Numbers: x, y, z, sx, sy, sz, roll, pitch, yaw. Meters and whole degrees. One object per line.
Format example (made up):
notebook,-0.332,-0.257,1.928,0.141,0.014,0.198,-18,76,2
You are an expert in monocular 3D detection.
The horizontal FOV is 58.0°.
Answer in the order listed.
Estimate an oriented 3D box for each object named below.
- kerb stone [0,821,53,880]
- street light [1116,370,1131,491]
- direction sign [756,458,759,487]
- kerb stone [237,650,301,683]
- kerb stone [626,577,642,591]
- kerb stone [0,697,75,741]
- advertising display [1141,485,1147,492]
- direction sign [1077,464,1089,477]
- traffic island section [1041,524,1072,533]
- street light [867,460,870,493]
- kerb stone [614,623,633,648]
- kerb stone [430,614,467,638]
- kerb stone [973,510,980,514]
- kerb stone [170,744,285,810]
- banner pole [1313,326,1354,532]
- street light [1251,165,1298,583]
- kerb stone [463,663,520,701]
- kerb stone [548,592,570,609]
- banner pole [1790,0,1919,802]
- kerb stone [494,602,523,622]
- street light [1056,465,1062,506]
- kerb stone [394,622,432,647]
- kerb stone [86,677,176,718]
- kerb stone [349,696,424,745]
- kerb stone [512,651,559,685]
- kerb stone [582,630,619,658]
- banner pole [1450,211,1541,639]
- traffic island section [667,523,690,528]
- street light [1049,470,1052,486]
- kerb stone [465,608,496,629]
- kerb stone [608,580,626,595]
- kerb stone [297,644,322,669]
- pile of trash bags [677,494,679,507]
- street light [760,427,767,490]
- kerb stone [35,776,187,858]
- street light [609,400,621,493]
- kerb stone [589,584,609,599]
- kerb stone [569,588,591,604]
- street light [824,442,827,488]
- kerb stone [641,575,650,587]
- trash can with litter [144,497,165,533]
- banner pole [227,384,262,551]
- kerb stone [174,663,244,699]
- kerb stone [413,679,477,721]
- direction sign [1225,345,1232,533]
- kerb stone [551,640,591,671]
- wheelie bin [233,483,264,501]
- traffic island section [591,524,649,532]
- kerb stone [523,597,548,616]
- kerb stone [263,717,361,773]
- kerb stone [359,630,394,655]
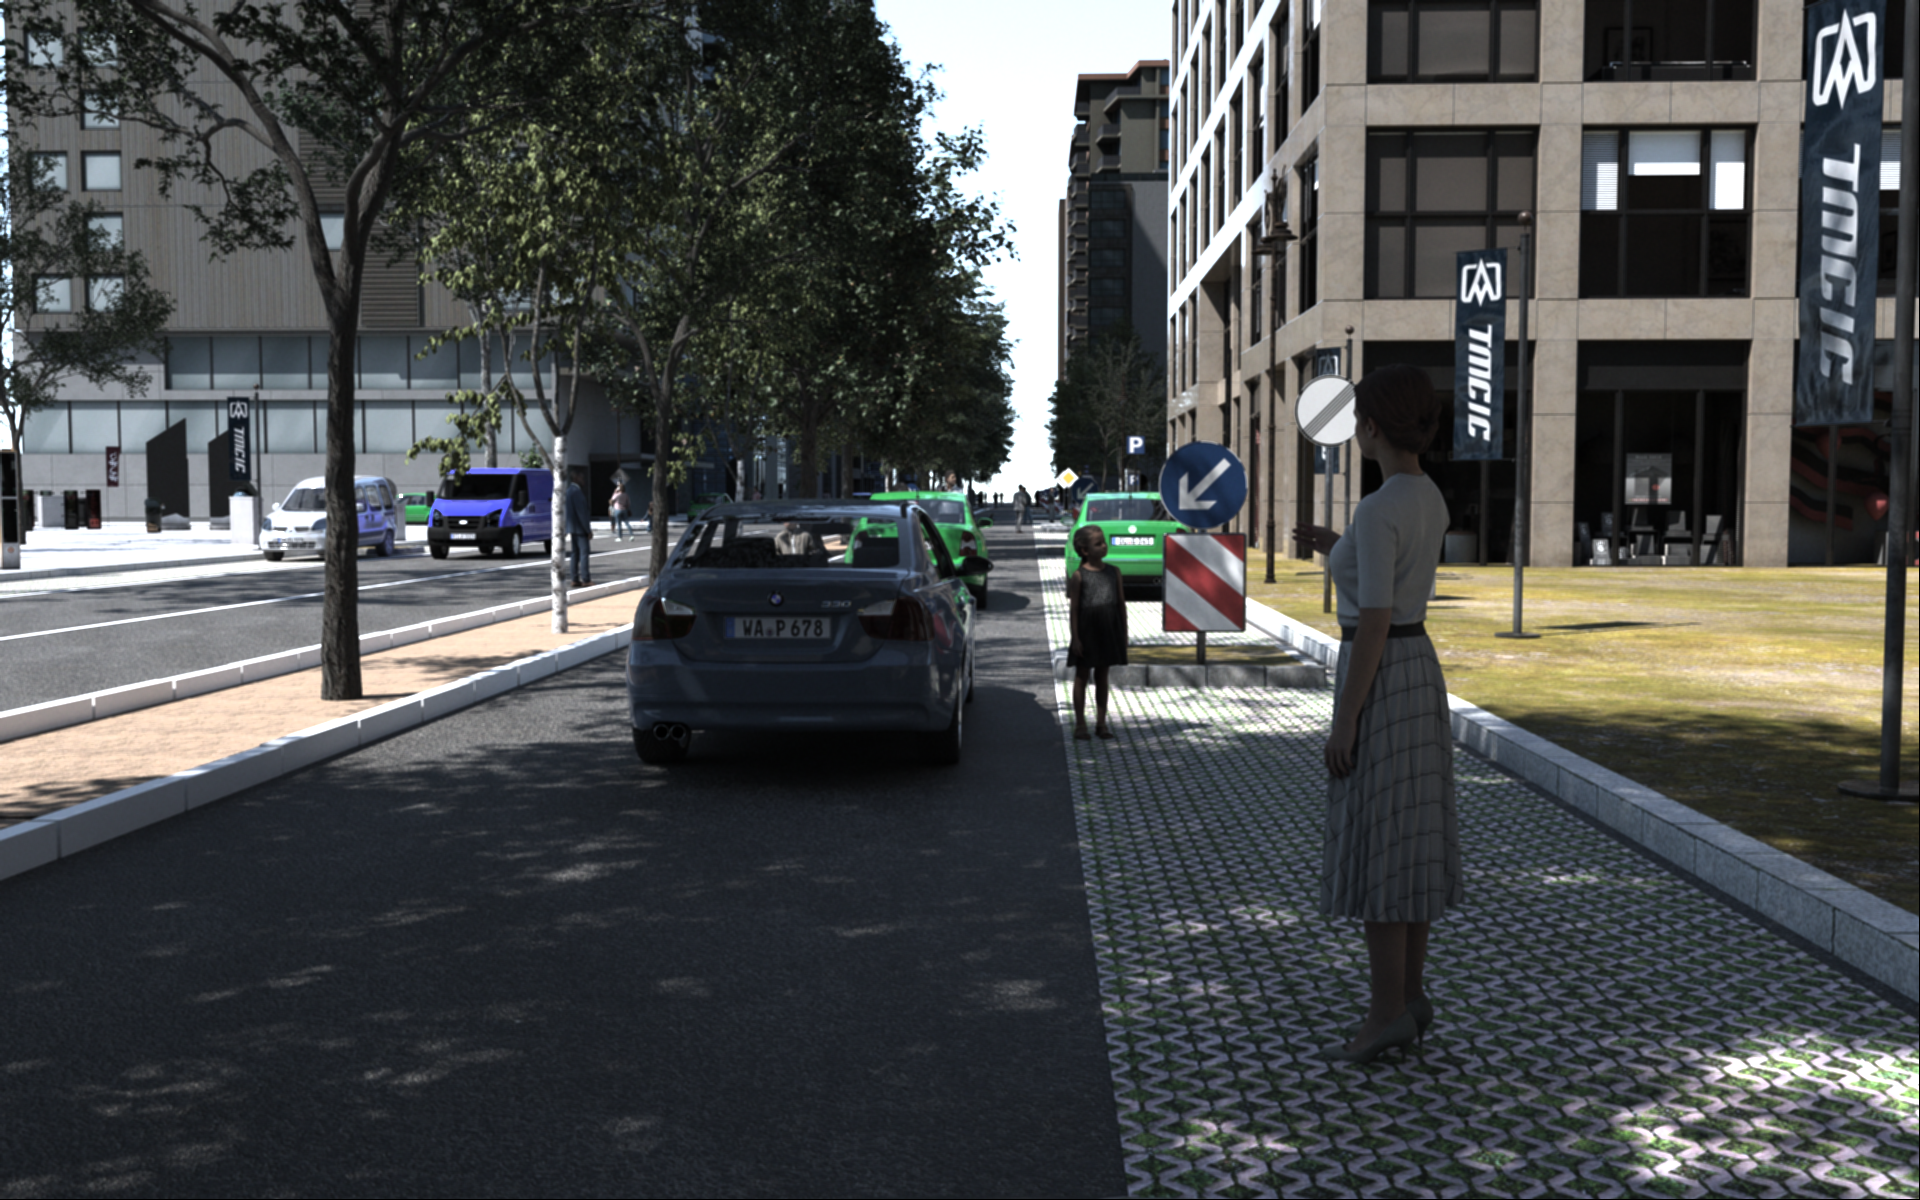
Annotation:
kerb stone,-3.623,0.975,6.299,0.120,0.150,1.000,0,4,2
street light,6.111,-5.637,64.960,0.468,5.910,1.993,0,4,2
direction sign,-12.827,-7.214,109.951,0.379,3.537,0.876,0,4,2
kerb stone,-5.436,0.532,13.529,0.120,0.150,1.000,0,4,2
kerb stone,-4.956,-0.220,25.841,0.120,0.150,1.000,0,4,2
kerb stone,-5.565,0.720,10.453,0.120,0.150,1.000,0,4,2
advertising display,12.555,-6.996,119.590,0.123,1.923,0.974,-2,4,-33
direction sign,9.161,-8.398,129.298,0.876,3.537,0.379,0,4,-2
traffic island section,4.122,-2.644,65.517,2.009,0.180,2.903,0,4,2
street light,-10.159,-13.435,192.448,0.468,5.910,1.993,0,4,2
kerb stone,-3.215,0.346,16.537,0.120,0.150,1.000,0,4,2
kerb stone,-5.273,0.280,17.634,0.120,0.150,1.000,0,4,2
kerb stone,1.266,-6.580,129.772,0.120,0.150,1.000,0,4,2
kerb stone,-3.539,0.853,8.345,0.120,0.150,1.000,0,4,2
banner pole,5.643,-2.202,26.021,0.401,3.779,0.863,-3,5,-40
street light,4.467,-3.179,24.759,0.468,5.910,1.993,0,4,2
kerb stone,-3.383,0.597,12.438,0.120,0.150,1.000,0,4,2
kerb stone,-5.117,0.035,21.735,0.120,0.150,1.000,0,4,2
banner pole,3.915,-1.070,7.511,0.401,3.779,0.863,-1,4,-14
kerb stone,-5.196,0.154,19.678,0.120,0.150,1.000,0,4,2
street light,12.558,-15.351,223.770,0.468,5.910,1.993,0,4,2
kerb stone,-5.320,0.350,16.602,0.120,0.150,1.000,0,4,2
kerb stone,-5.522,0.657,11.477,0.120,0.150,1.000,0,4,2
kerb stone,-3.464,0.727,10.388,0.120,0.150,1.000,0,4,2
kerb stone,-3.336,0.534,13.462,0.120,0.150,1.000,0,4,2
kerb stone,-3.260,0.409,15.511,0.120,0.150,1.000,0,4,2
banner pole,4.820,-1.563,15.573,0.863,3.779,0.401,3,4,38
traffic island section,-12.690,-3.174,74.177,2.009,0.180,2.903,0,4,2
street light,15.862,-20.479,307.611,0.468,5.910,1.993,0,4,2
kerb stone,-5.239,0.222,18.657,0.120,0.150,1.000,0,4,2
kerb stone,-4.992,-0.160,24.813,0.120,0.150,1.000,0,4,2
kerb stone,-5.401,0.468,14.550,0.120,0.150,1.000,0,4,2
pile of trash bags,-18.647,-5.842,105.271,3.447,1.369,1.912,1,4,18
street light,-13.047,-8.656,114.313,0.468,5.910,1.993,0,4,2
kerb stone,-3.581,0.910,7.320,0.120,0.150,1.000,0,4,2
street light,-14.644,-6.213,74.363,0.468,5.910,1.993,0,4,2
kerb stone,-5.035,-0.098,23.792,0.120,0.150,1.000,0,4,2
kerb stone,-5.070,-0.035,22.770,0.120,0.150,1.000,0,4,2
street light,-11.665,-10.894,150.907,0.468,5.910,1.993,0,4,2
kerb stone,-4.907,-0.285,26.863,0.120,0.150,1.000,0,4,2
trash can with litter,-26.806,-2.831,57.674,0.624,1.170,1.055,-2,4,-25
banner pole,-16.191,-3.018,39.364,0.863,3.779,0.401,-1,4,-12
kerb stone,-5.475,0.599,12.505,0.120,0.150,1.000,0,4,2
kerb stone,-3.420,0.664,11.409,0.120,0.150,1.000,0,4,2
direction sign,4.144,-2.129,26.803,0.379,3.537,0.876,1,4,13
kerb stone,-3.293,0.474,14.489,0.120,0.150,1.000,0,4,2
wheelie bin,-20.437,-2.558,49.725,0.693,1.594,0.980,0,4,-6
traffic island section,-13.006,-2.686,66.198,2.009,0.180,2.903,0,4,2
kerb stone,-5.150,0.093,20.704,0.120,0.150,1.000,0,4,2
kerb stone,-3.506,0.785,9.366,0.120,0.150,1.000,0,4,2
kerb stone,-5.359,0.406,15.576,0.120,0.150,1.000,0,4,2
